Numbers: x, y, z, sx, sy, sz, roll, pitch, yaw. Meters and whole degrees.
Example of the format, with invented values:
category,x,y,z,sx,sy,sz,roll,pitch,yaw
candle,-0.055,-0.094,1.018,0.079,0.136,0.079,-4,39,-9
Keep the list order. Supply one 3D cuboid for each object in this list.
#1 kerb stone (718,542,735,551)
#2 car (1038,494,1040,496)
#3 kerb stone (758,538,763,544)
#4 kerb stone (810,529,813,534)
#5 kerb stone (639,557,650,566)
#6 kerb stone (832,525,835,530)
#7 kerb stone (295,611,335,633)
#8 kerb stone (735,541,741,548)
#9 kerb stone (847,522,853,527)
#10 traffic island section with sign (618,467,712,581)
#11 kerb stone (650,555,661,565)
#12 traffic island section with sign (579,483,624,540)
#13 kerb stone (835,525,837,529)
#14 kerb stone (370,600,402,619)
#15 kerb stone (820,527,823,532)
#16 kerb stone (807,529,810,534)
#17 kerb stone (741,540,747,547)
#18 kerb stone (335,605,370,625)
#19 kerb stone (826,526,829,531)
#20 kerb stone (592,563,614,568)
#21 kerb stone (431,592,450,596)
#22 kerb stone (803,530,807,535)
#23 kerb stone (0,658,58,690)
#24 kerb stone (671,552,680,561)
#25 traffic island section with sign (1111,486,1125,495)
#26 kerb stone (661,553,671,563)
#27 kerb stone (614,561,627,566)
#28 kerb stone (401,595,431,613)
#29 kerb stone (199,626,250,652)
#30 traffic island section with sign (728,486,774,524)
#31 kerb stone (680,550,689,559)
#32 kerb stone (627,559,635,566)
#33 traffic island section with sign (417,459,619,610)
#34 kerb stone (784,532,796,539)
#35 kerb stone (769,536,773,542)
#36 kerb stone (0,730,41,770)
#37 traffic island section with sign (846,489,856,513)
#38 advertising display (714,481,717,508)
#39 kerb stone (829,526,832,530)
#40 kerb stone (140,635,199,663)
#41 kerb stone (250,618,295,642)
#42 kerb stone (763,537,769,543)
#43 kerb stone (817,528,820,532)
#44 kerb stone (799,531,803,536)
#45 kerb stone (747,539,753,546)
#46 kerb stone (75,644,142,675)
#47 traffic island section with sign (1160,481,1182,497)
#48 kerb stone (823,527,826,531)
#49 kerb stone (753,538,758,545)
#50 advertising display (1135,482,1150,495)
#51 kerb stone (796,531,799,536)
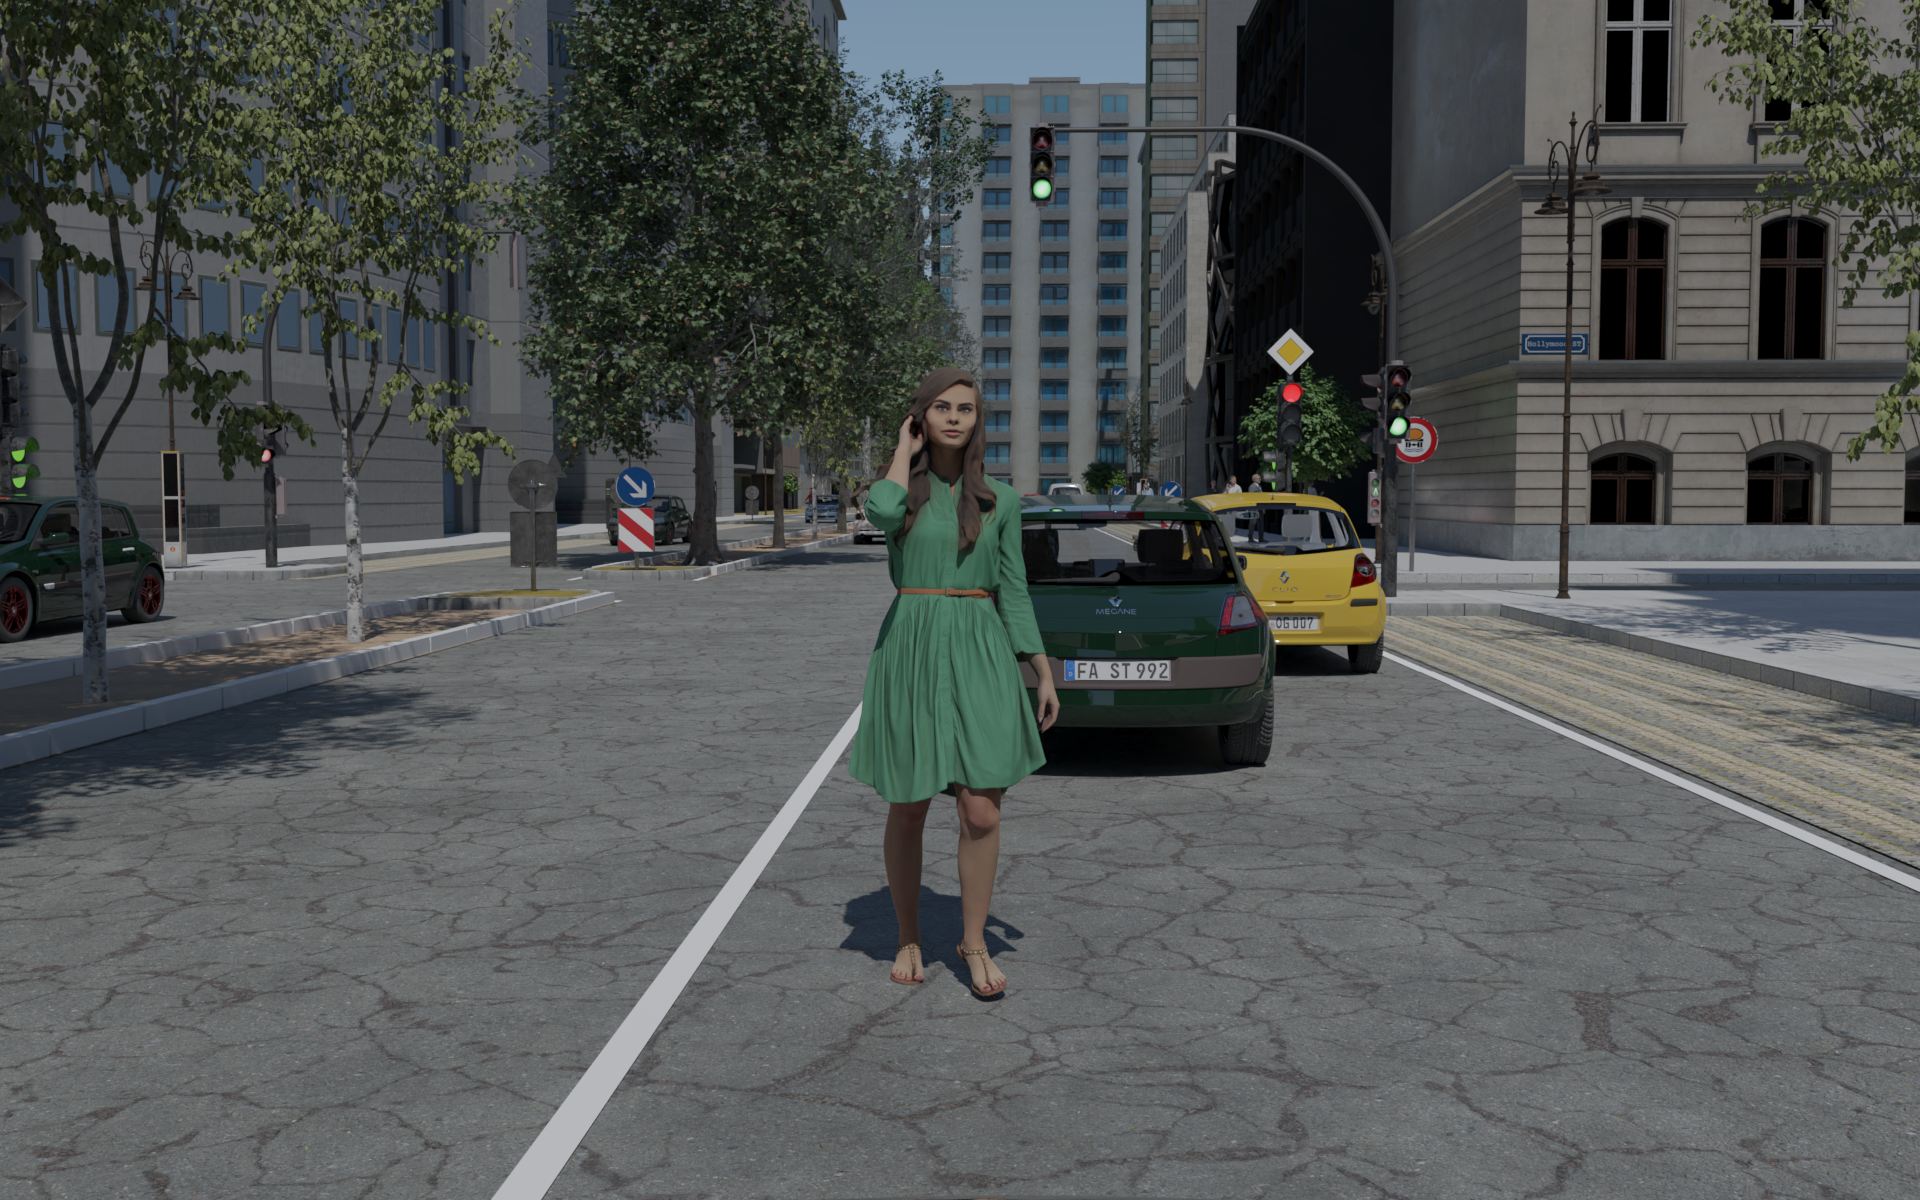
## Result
category,x,y,z,sx,sy,sz,roll,pitch,yaw
kerb stone,-5.981,-1.356,44.362,0.120,0.150,1.000,0,4,2
car,6.765,-9.368,162.201,2.155,1.783,4.494,0,4,1
kerb stone,-5.825,-1.669,49.485,0.120,0.150,1.000,0,4,2
kerb stone,-5.422,-2.422,61.790,0.120,0.150,1.000,0,4,2
kerb stone,-6.320,-0.729,34.114,0.120,0.150,1.000,0,4,2
kerb stone,-5.189,-2.861,68.969,0.120,0.150,1.000,0,4,2
kerb stone,-6.840,0.250,18.163,0.120,0.150,1.000,0,4,2
kerb stone,-5.952,-1.418,45.384,0.120,0.150,1.000,0,4,2
kerb stone,-4.892,-3.424,78.176,0.120,0.150,1.000,0,4,2
traffic island section with sign,-5.400,-1.314,29.623,2.006,1.907,1.989,0,4,2
kerb stone,-6.283,-0.792,35.139,0.120,0.150,1.000,0,4,2
traffic island section with sign,-10.883,-2.839,55.037,1.989,1.847,2.006,0,4,2
kerb stone,-5.156,-2.923,69.994,0.120,0.150,1.000,0,4,2
kerb stone,-6.775,0.123,20.206,0.120,0.150,1.000,0,4,2
kerb stone,-5.327,-2.609,64.859,0.120,0.150,1.000,0,4,2
kerb stone,-5.461,-2.359,60.769,0.120,0.150,1.000,0,4,2
kerb stone,-5.919,-1.478,46.417,0.120,0.150,1.000,0,4,2
kerb stone,-6.811,0.184,19.185,0.120,0.150,1.000,0,4,2
kerb stone,-5.257,-2.732,66.916,0.120,0.150,1.000,0,4,2
kerb stone,-6.417,-0.541,31.043,0.120,0.150,1.000,0,4,2
kerb stone,-6.703,0.001,22.249,0.120,0.150,1.000,0,4,2
kerb stone,-5.494,-2.296,59.741,0.120,0.150,1.000,0,4,2
kerb stone,-7.012,0.560,13.043,0.120,0.150,1.000,0,4,2
kerb stone,-6.223,-0.917,37.190,0.120,0.150,1.000,0,4,2
traffic island section with sign,7.304,-4.458,81.516,1.989,1.847,2.006,0,4,2
kerb stone,-6.253,-0.854,36.165,0.120,0.150,1.000,0,4,2
kerb stone,-6.385,-0.603,32.065,0.120,0.150,1.000,0,4,2
kerb stone,-6.742,0.060,21.227,0.120,0.150,1.000,0,4,2
kerb stone,-6.907,0.378,16.112,0.120,0.150,1.000,0,4,2
traffic island section with sign,-9.967,-4.549,83.006,1.989,1.847,2.006,0,4,2
kerb stone,-6.192,-0.980,38.225,0.120,0.150,1.000,0,4,2
kerb stone,-6.350,-0.661,33.087,0.120,0.150,1.000,0,4,2
traffic island section with sign,-5.649,-0.861,22.220,2.006,1.907,1.989,0,4,2
kerb stone,-5.587,-2.109,56.670,0.120,0.150,1.000,0,4,2
kerb stone,-5.755,-1.794,51.537,0.120,0.150,1.000,0,4,2
kerb stone,-5.036,0.811,8.935,0.120,0.150,1.000,0,4,2
traffic island section with sign,-8.389,-7.547,132.028,1.989,1.847,2.006,0,4,2
advertising display,-12.112,-4.744,82.773,0.974,1.923,0.123,0,4,0
kerb stone,-5.225,-2.798,67.938,0.120,0.150,1.000,0,4,2
kerb stone,-6.946,0.435,15.088,0.120,0.150,1.000,0,4,2
kerb stone,-6.881,0.314,17.142,0.120,0.150,1.000,0,4,2
kerb stone,-5.790,-1.732,50.509,0.120,0.150,1.000,0,4,2
kerb stone,-5.362,-2.547,63.837,0.120,0.150,1.000,0,4,2
kerb stone,-5.513,-2.230,58.719,0.120,0.150,1.000,0,4,2
kerb stone,-5.888,-1.544,47.440,0.120,0.150,1.000,0,4,2
kerb stone,-6.975,0.499,14.064,0.120,0.150,1.000,0,4,2
traffic island section with sign,6.424,-2.787,54.192,1.989,1.847,2.006,0,4,2
kerb stone,-5.293,-2.673,65.895,0.120,0.150,1.000,0,4,2
kerb stone,-5.857,-1.607,48.464,0.120,0.150,1.000,0,4,2
advertising display,9.549,-5.229,90.701,0.974,1.923,0.123,-3,4,-38
kerb stone,-5.559,-2.171,57.698,0.120,0.150,1.000,0,4,2
